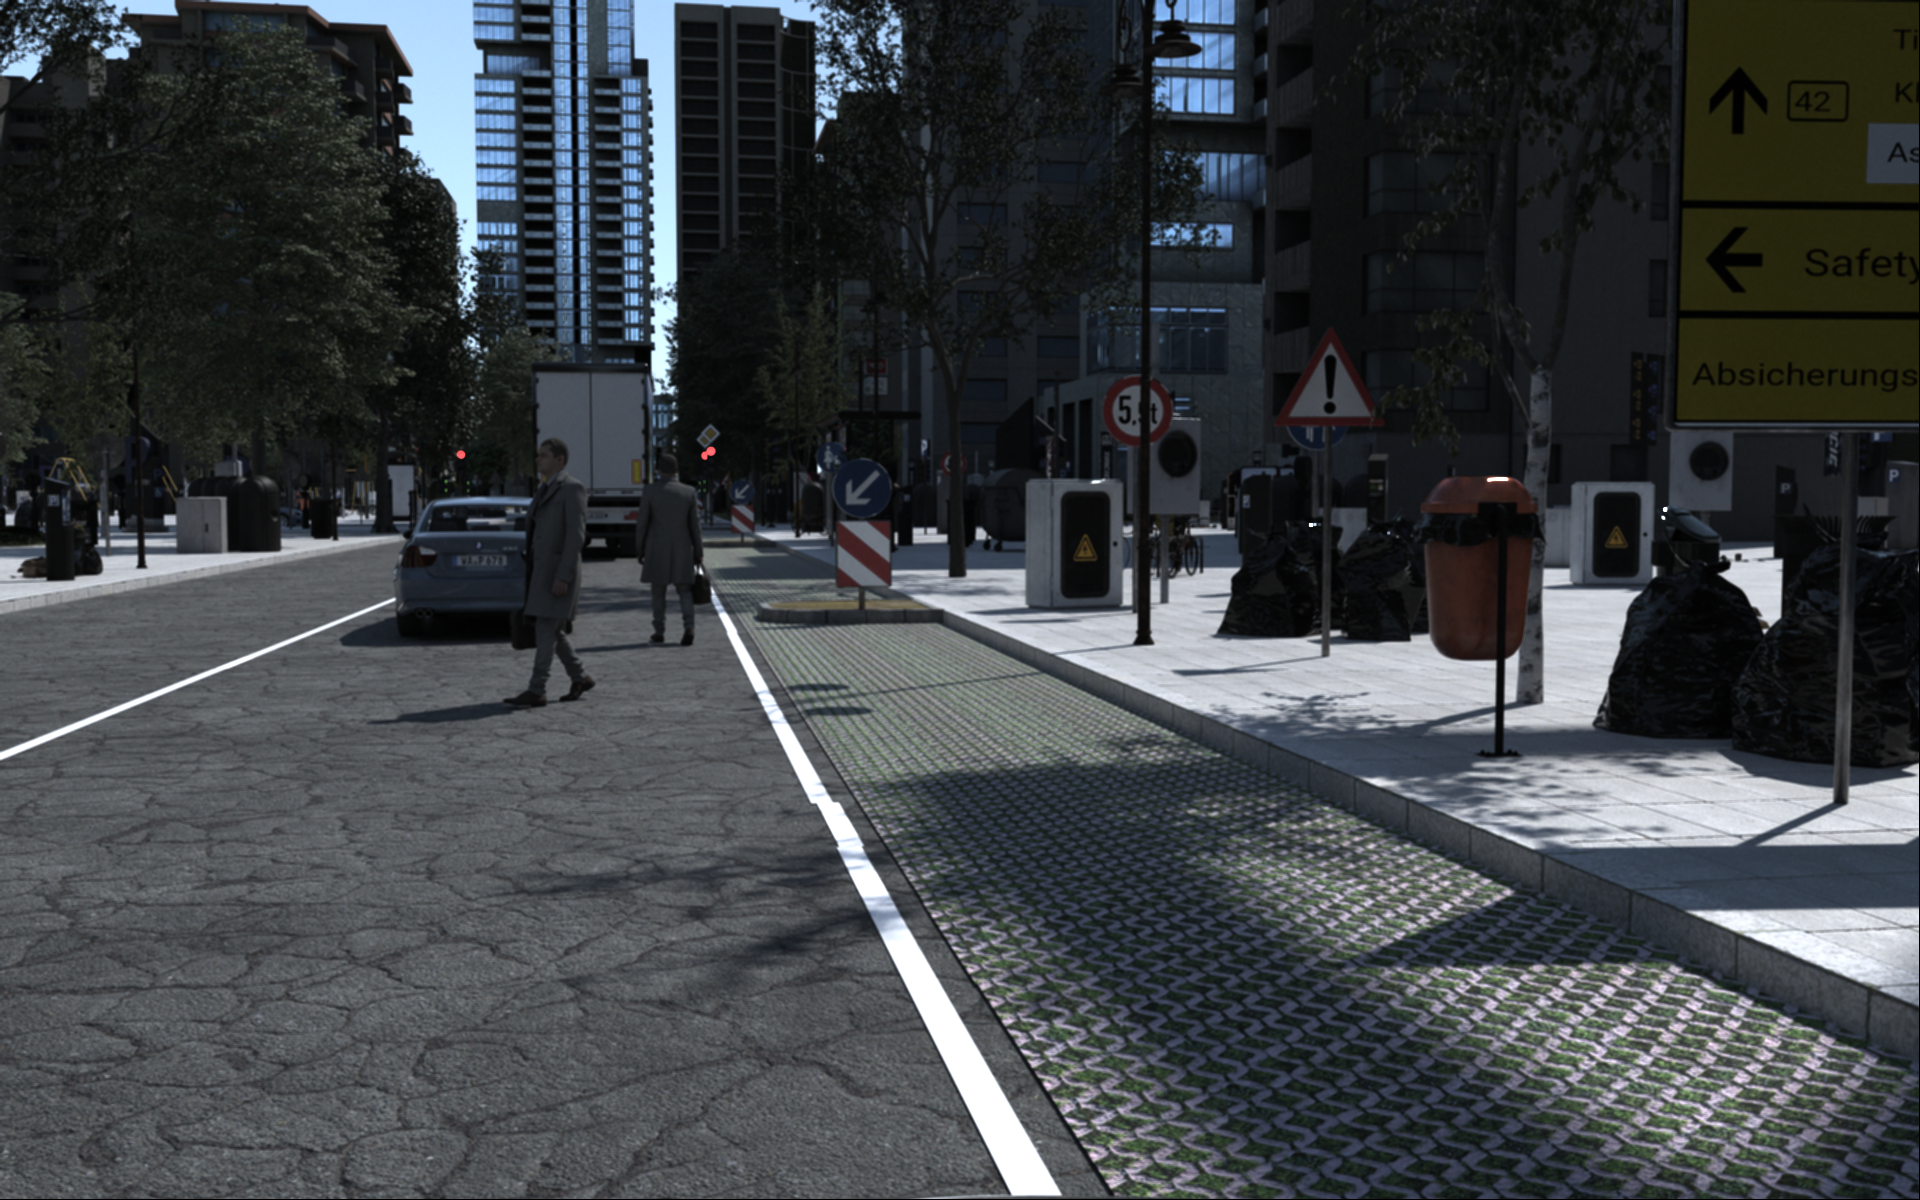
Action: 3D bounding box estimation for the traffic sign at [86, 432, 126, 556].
[{"bbox_3d":[-17.534,-2.170,35.580,0.768,2.556,0.104,0,4,-6],"label":"traffic sign"}]

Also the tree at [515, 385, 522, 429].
[{"bbox_3d":[-36.679,-15.018,155.914,12.009,13.543,11.850,0,3,0],"label":"tree"}]

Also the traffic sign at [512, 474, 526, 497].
[{"bbox_3d":[-28.332,-6.802,111.209,0.884,2.594,0.081,0,4,-4],"label":"traffic sign"}]

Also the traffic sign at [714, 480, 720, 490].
[{"bbox_3d":[-21.212,-9.229,151.006,0.768,2.556,0.104,0,4,-3],"label":"traffic sign"}]

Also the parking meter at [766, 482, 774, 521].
[{"bbox_3d":[-8.859,-4.609,81.075,0.399,1.863,0.255,3,5,39],"label":"parking meter"}]

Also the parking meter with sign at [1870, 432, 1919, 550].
[{"bbox_3d":[21.866,-2.682,40.105,1.738,3.016,0.543,-2,4,-27],"label":"parking meter with sign"}]

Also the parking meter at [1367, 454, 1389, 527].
[{"bbox_3d":[6.054,-1.188,25.132,0.255,1.863,0.399,1,4,21],"label":"parking meter"}]

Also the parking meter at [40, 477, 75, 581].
[{"bbox_3d":[-13.363,-1.057,25.690,0.372,1.533,0.369,0,3,0],"label":"parking meter"}]

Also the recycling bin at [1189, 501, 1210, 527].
[{"bbox_3d":[9.288,-3.353,67.373,0.722,1.027,0.722,0,4,-5],"label":"recycling bin"}]

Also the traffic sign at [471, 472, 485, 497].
[{"bbox_3d":[-25.395,-5.500,91.105,0.795,2.450,0.064,0,4,-3],"label":"traffic sign"}]

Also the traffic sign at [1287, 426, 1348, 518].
[{"bbox_3d":[4.127,-1.223,20.105,0.768,2.556,0.104,0,4,-7],"label":"traffic sign"}]

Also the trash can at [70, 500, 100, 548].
[{"bbox_3d":[-21.031,-1.829,41.551,0.748,1.137,0.748,0,3,0],"label":"trash can"}]

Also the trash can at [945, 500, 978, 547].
[{"bbox_3d":[-0.001,-1.848,41.867,0.748,1.137,0.748,0,3,0],"label":"trash can"}]

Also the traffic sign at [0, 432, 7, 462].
[{"bbox_3d":[-18.108,-1.963,32.208,0.768,2.556,0.104,0,4,-3],"label":"traffic sign"}]

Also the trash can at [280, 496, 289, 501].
[{"bbox_3d":[-45.132,-6.362,115.664,0.748,1.137,0.748,0,3,0],"label":"trash can"}]

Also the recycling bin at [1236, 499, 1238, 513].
[{"bbox_3d":[12.893,-4.254,82.100,0.722,1.027,0.722,2,4,23],"label":"recycling bin"}]

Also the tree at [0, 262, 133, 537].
[{"bbox_3d":[-25.972,-6.202,51.769,4.737,8.622,4.395,0,3,0],"label":"tree"}]

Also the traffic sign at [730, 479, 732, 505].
[{"bbox_3d":[-15.000,-6.827,113.756,0.606,2.300,0.079,0,4,-2],"label":"traffic sign"}]

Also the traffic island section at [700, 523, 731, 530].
[{"bbox_3d":[-11.272,-3.346,76.989,2.009,0.180,2.903,-1,4,-10],"label":"traffic island section"}]

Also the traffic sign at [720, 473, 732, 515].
[{"bbox_3d":[-14.144,-6.434,105.201,0.884,2.594,0.081,0,4,-2],"label":"traffic sign"}]

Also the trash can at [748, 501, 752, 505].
[{"bbox_3d":[-10.609,-4.747,89.272,0.748,1.137,0.748,0,3,0],"label":"trash can"}]

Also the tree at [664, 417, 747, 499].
[{"bbox_3d":[-27.727,-16.537,187.380,9.611,12.733,9.660,0,3,0],"label":"tree"}]

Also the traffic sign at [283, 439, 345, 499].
[{"bbox_3d":[-24.089,-4.324,64.578,2.265,3.308,0.079,0,4,-2],"label":"traffic sign"}]

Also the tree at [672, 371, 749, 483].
[{"bbox_3d":[-22.571,-14.665,157.895,7.486,12.596,7.792,0,3,0],"label":"tree"}]

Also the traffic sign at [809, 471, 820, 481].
[{"bbox_3d":[-8.239,-5.951,97.406,0.768,2.556,0.104,0,4,0],"label":"traffic sign"}]

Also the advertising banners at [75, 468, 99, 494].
[{"bbox_3d":[-57.724,-7.280,115.220,2.074,3.025,0.090,-3,5,-44],"label":"advertising banners"}]

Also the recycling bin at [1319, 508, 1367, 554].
[{"bbox_3d":[7.068,-1.180,31.846,0.722,1.027,0.722,-2,4,-28],"label":"recycling bin"}]

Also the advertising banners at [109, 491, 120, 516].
[{"bbox_3d":[-49.069,-6.424,101.217,0.090,3.025,2.074,1,4,20],"label":"advertising banners"}]

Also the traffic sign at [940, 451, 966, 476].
[{"bbox_3d":[-0.198,-3.092,50.654,0.768,2.556,0.104,0,4,-8],"label":"traffic sign"}]

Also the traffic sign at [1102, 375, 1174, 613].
[{"bbox_3d":[1.899,-1.131,18.604,0.768,2.556,0.104,0,4,-1],"label":"traffic sign"}]

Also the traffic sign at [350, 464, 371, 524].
[{"bbox_3d":[-25.606,-4.526,74.006,0.884,2.594,0.081,0,4,-4],"label":"traffic sign"}]

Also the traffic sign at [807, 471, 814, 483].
[{"bbox_3d":[-8.288,-5.732,93.727,0.884,2.594,0.081,0,4,-1],"label":"traffic sign"}]

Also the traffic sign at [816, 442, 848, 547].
[{"bbox_3d":[-3.116,-2.576,42.218,0.768,2.556,0.104,0,4,-5],"label":"traffic sign"}]

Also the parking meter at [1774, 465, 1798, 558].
[{"bbox_3d":[16.600,-1.779,34.804,0.399,1.863,0.255,2,4,28],"label":"parking meter"}]

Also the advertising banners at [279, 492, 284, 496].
[{"bbox_3d":[-52.772,-8.559,136.135,0.090,3.025,2.074,1,4,21],"label":"advertising banners"}]

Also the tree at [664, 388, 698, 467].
[{"bbox_3d":[-24.652,-14.769,167.232,9.928,11.665,9.643,0,3,0],"label":"tree"}]

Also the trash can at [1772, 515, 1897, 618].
[{"bbox_3d":[5.849,0.001,11.630,0.748,1.137,0.748,0,3,0],"label":"trash can"}]

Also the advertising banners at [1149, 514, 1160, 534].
[{"bbox_3d":[6.611,-3.645,55.779,0.090,3.025,2.074,-3,5,-44],"label":"advertising banners"}]

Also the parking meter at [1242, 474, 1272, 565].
[{"bbox_3d":[3.854,-0.860,22.478,0.372,1.533,0.369,0,3,0],"label":"parking meter"}]

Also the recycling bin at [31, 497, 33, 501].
[{"bbox_3d":[-70.117,-7.223,130.649,0.722,1.027,0.722,-1,4,-11],"label":"recycling bin"}]

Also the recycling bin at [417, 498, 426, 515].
[{"bbox_3d":[-32.911,-5.684,105.482,0.722,1.027,0.722,-1,4,-10],"label":"recycling bin"}]

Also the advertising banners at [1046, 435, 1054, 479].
[{"bbox_3d":[2.363,-3.432,52.300,0.090,3.025,2.074,-2,4,-23],"label":"advertising banners"}]

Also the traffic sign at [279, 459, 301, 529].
[{"bbox_3d":[-24.331,-3.840,62.890,0.768,2.556,0.104,0,4,-7],"label":"traffic sign"}]

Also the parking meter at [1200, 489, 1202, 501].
[{"bbox_3d":[11.701,-4.685,85.012,0.372,1.533,0.369,0,3,0],"label":"parking meter"}]

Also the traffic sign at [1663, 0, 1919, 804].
[{"bbox_3d":[3.979,-0.809,7.101,2.265,3.308,0.079,0,4,-3],"label":"traffic sign"}]

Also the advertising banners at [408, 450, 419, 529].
[{"bbox_3d":[-20.177,-4.152,64.074,0.090,3.025,2.074,0,4,-7],"label":"advertising banners"}]

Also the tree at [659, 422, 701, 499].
[{"bbox_3d":[-32.780,-18.817,218.029,12.009,13.543,11.850,0,3,0],"label":"tree"}]

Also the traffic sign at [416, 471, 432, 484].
[{"bbox_3d":[-28.745,-5.681,92.893,0.884,2.594,0.081,0,3,0],"label":"traffic sign"}]

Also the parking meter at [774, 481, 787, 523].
[{"bbox_3d":[-7.901,-4.347,76.780,0.399,1.863,0.255,2,4,35],"label":"parking meter"}]

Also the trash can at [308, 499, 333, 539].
[{"bbox_3d":[-18.316,-2.328,49.710,0.748,1.137,0.748,0,3,0],"label":"trash can"}]

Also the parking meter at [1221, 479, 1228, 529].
[{"bbox_3d":[9.744,-3.520,63.262,0.399,1.863,0.255,1,4,23],"label":"parking meter"}]

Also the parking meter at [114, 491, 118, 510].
[{"bbox_3d":[-68.662,-8.114,141.066,0.372,1.533,0.369,0,3,0],"label":"parking meter"}]

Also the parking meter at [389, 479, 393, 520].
[{"bbox_3d":[-22.017,-3.726,66.632,0.255,1.863,0.399,0,4,2],"label":"parking meter"}]

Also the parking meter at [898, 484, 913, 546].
[{"bbox_3d":[-1.361,-2.119,43.055,0.372,1.533,0.369,0,3,0],"label":"parking meter"}]

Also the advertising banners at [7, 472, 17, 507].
[{"bbox_3d":[-75.653,-8.740,139.087,2.074,3.025,0.090,-1,4,-19],"label":"advertising banners"}]

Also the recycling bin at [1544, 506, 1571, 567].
[{"bbox_3d":[10.703,-1.105,30.616,0.722,1.027,0.722,2,4,25],"label":"recycling bin"}]

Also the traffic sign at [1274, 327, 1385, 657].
[{"bbox_3d":[2.886,-0.832,13.599,0.884,2.594,0.081,0,4,-4],"label":"traffic sign"}]

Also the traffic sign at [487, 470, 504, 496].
[{"bbox_3d":[-24.734,-5.638,92.184,0.884,2.594,0.081,0,4,-2],"label":"traffic sign"}]

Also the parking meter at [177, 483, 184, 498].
[{"bbox_3d":[-41.206,-5.256,91.652,0.399,1.863,0.255,-2,4,-26],"label":"parking meter"}]
